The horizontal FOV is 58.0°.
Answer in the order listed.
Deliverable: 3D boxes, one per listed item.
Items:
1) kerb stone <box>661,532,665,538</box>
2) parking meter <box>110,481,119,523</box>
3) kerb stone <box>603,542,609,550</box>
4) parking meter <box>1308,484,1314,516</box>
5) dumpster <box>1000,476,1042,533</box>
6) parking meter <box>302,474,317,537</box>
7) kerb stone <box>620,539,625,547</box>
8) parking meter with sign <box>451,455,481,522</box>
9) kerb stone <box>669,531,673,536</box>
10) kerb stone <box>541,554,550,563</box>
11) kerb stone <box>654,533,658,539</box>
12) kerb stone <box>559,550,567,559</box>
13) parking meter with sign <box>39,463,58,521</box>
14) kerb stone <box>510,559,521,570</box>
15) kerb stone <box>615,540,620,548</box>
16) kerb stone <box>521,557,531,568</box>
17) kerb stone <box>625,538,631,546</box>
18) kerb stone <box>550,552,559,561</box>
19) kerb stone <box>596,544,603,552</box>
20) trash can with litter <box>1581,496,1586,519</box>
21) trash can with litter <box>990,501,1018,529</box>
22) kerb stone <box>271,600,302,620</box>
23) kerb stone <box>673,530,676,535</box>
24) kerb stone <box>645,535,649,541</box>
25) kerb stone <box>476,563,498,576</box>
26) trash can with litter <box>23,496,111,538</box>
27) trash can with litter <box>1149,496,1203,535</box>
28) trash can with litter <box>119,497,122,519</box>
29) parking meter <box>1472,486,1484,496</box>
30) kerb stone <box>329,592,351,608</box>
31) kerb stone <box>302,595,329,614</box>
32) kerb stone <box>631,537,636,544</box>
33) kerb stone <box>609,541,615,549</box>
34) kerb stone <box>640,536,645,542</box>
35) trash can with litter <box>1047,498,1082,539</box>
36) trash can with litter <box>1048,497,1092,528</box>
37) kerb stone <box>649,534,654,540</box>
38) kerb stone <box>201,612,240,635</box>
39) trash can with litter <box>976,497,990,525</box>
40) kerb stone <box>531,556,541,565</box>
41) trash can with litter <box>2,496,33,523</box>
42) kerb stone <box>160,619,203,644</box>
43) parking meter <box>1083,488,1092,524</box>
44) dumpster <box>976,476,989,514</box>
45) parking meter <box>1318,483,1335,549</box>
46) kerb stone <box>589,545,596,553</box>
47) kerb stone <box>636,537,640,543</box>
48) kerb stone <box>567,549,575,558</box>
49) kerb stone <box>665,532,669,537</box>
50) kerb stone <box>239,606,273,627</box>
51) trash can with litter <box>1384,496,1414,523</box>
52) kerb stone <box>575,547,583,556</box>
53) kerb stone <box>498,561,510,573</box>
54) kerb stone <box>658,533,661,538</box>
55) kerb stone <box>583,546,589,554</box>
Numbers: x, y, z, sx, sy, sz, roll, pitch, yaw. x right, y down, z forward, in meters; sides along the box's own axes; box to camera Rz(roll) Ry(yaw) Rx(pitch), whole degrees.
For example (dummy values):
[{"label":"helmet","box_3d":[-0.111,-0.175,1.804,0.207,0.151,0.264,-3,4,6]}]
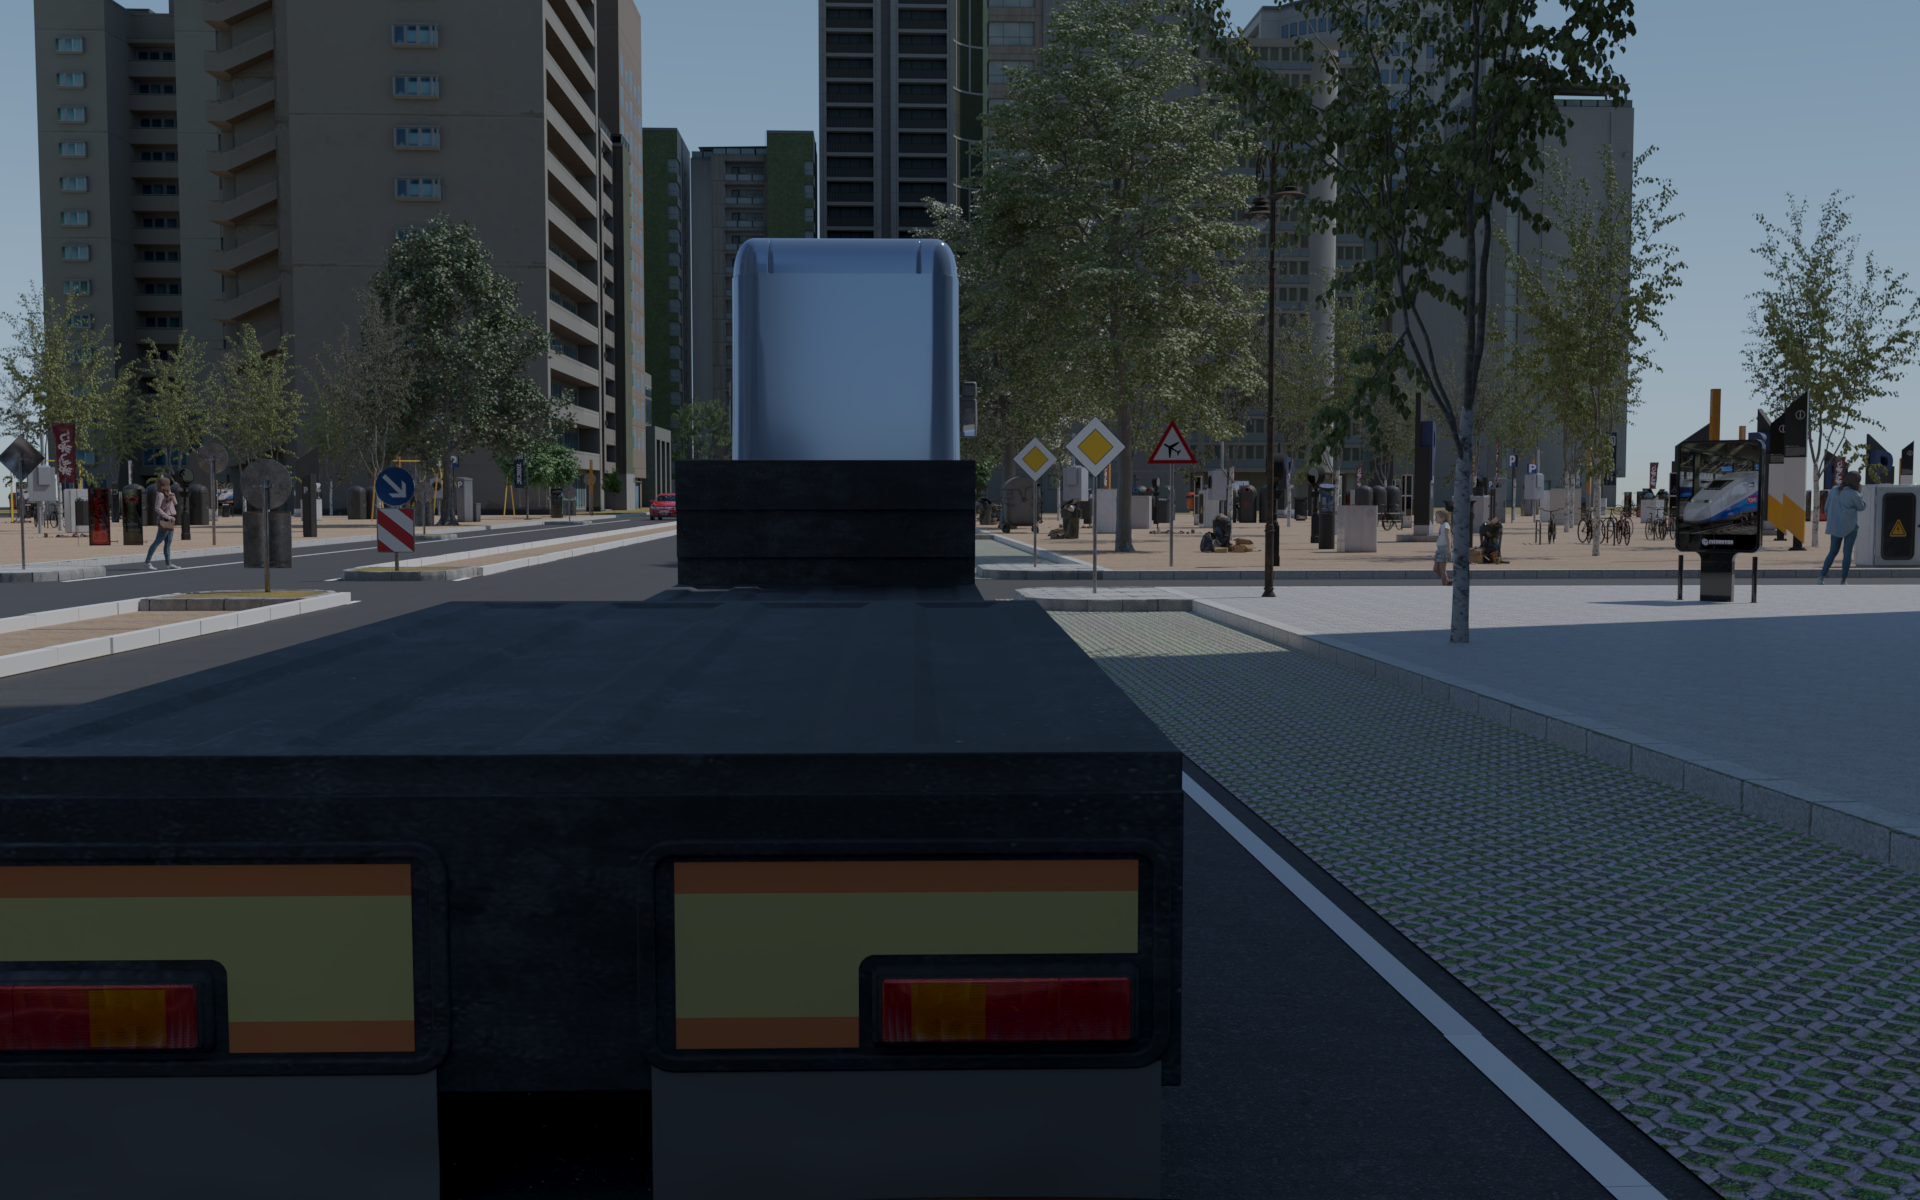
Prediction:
[{"label":"kerb stone","box_3d":[-9.818,-2.097,56.477,0.120,0.150,1.000,0,4,-3]},{"label":"parking meter","box_3d":[-38.156,-4.433,78.197,0.255,1.863,0.399,-3,5,-40]},{"label":"kerb stone","box_3d":[-9.158,-1.343,44.182,0.120,0.150,1.000,0,4,-3]},{"label":"parking meter","box_3d":[20.203,-5.739,99.539,0.399,1.863,0.255,-3,5,-43]},{"label":"dumpster","box_3d":[2.025,-3.143,57.147,1.264,1.857,1.865,0,4,-3]},{"label":"parking meter","box_3d":[-19.312,-2.795,51.402,0.399,1.863,0.255,2,4,32]},{"label":"kerb stone","box_3d":[-9.332,-1.532,47.246,0.120,0.150,1.000,0,4,-3]},{"label":"parking meter with sign","box_3d":[-22.471,-5.040,78.659,0.543,3.016,1.738,1,4,20]},{"label":"kerb stone","box_3d":[-9.918,-2.223,58.533,0.120,0.150,1.000,0,4,-3]},{"label":"kerb stone","box_3d":[-8.718,-0.835,35.990,0.120,0.150,1.000,0,4,-3]},{"label":"kerb stone","box_3d":[-9.702,-1.971,54.425,0.120,0.150,1.000,0,4,-3]},{"label":"kerb stone","box_3d":[-8.843,-0.969,38.039,0.120,0.150,1.000,0,4,-3]},{"label":"parking meter with sign","box_3d":[-44.265,-5.370,84.062,1.738,3.016,0.543,2,4,32]},{"label":"kerb stone","box_3d":[-8.564,-0.656,32.923,0.120,0.150,1.000,0,4,-3]},{"label":"kerb stone","box_3d":[-9.272,-1.470,46.226,0.120,0.150,1.000,0,4,-3]},{"label":"kerb stone","box_3d":[-8.622,-0.719,33.944,0.120,0.150,1.000,0,4,-3]},{"label":"kerb stone","box_3d":[-9.376,-1.595,48.278,0.120,0.150,1.000,0,4,-3]},{"label":"kerb stone","box_3d":[-8.774,-0.906,37.010,0.120,0.150,1.000,0,4,-3]},{"label":"kerb stone","box_3d":[-9.098,-1.282,43.161,0.120,0.150,1.000,0,4,-3]},{"label":"trash can with litter","box_3d":[31.847,-4.704,88.290,0.624,1.170,1.055,0,4,5]},{"label":"trash can with litter","box_3d":[1.713,-3.155,62.967,0.624,1.170,1.055,-2,4,-27]},{"label":"kerb stone","box_3d":[-7.881,0.130,20.078,0.120,0.150,1.000,0,4,-3]},{"label":"kerb stone","box_3d":[-9.976,-2.276,59.555,0.120,0.150,1.000,0,4,-3]},{"label":"kerb stone","box_3d":[-9.596,-1.844,52.384,0.120,0.150,1.000,0,4,-3]},{"label":"kerb stone","box_3d":[-8.447,-0.531,30.870,0.120,0.150,1.000,0,4,-3]},{"label":"trash can with litter","box_3d":[-26.394,-2.465,51.357,2.233,1.210,1.678,-2,4,-34]},{"label":"trash can with litter","box_3d":[6.987,-2.741,55.872,2.233,1.210,1.678,-1,4,-23]},{"label":"trash can with litter","box_3d":[-42.770,-4.655,87.162,1.678,1.210,2.233,0,4,4]},{"label":"parking meter","box_3d":[17.336,-3.031,57.975,0.372,1.533,0.369,0,3,0]},{"label":"kerb stone","box_3d":[-7.994,0.006,22.124,0.120,0.150,1.000,0,4,-3]},{"label":"kerb stone","box_3d":[-7.934,0.067,21.104,0.120,0.150,1.000,0,4,-3]},{"label":"kerb stone","box_3d":[-9.437,-1.658,49.311,0.120,0.150,1.000,0,4,-3]},{"label":"kerb stone","box_3d":[-9.218,-1.407,45.202,0.120,0.150,1.000,0,4,-3]},{"label":"kerb stone","box_3d":[-9.540,-1.784,51.358,0.120,0.150,1.000,0,4,-3]},{"label":"trash can with litter","box_3d":[2.951,-2.327,49.426,1.055,1.170,0.624,3,5,41]},{"label":"trash can with litter","box_3d":[4.390,-3.313,65.224,2.233,1.210,1.678,2,4,35]},{"label":"kerb stone","box_3d":[-9.652,-1.907,53.405,0.120,0.150,1.000,0,4,-3]},{"label":"kerb stone","box_3d":[-7.771,0.255,18.037,0.120,0.150,1.000,0,4,-3]},{"label":"trash can with litter","box_3d":[1.119,-3.684,71.613,0.624,1.170,1.055,2,4,34]},{"label":"kerb stone","box_3d":[-8.667,-0.781,34.965,0.120,0.150,1.000,0,4,-3]},{"label":"trash can with litter","box_3d":[-41.748,-4.013,76.663,1.678,1.210,2.233,-1,4,-14]},{"label":"kerb stone","box_3d":[-7.717,0.317,17.012,0.120,0.150,1.000,0,4,-3]},{"label":"parking meter","box_3d":[5.464,-4.014,74.037,0.372,1.533,0.369,0,3,0]},{"label":"dumpster","box_3d":[0.621,-4.962,83.620,1.502,2.255,1.985,0,4,-3]},{"label":"parking meter","box_3d":[8.540,-1.951,40.302,0.372,1.533,0.369,0,3,0]},{"label":"kerb stone","box_3d":[-9.054,-1.215,42.137,0.120,0.150,1.000,0,4,-3]},{"label":"kerb stone","box_3d":[-9.493,-1.717,50.332,0.120,0.150,1.000,0,4,-3]},{"label":"kerb stone","box_3d":[-8.896,-1.027,39.063,0.120,0.150,1.000,0,4,-3]},{"label":"kerb stone","box_3d":[-9.868,-2.157,57.512,0.120,0.150,1.000,0,4,-3]},{"label":"kerb stone","box_3d":[-7.825,0.192,19.057,0.120,0.150,1.000,0,4,-3]},{"label":"trash can with litter","box_3d":[19.821,-4.085,77.844,2.233,1.210,1.678,1,4,22]},{"label":"kerb stone","box_3d":[-8.941,-1.095,40.094,0.120,0.150,1.000,0,4,-3]},{"label":"kerb stone","box_3d":[-8.504,-0.590,31.891,0.120,0.150,1.000,0,4,-3]},{"label":"kerb stone","box_3d":[-9.763,-2.034,55.446,0.120,0.150,1.000,0,4,-3]},{"label":"kerb stone","box_3d":[-8.999,-1.157,41.116,0.120,0.150,1.000,0,4,-3]}]
